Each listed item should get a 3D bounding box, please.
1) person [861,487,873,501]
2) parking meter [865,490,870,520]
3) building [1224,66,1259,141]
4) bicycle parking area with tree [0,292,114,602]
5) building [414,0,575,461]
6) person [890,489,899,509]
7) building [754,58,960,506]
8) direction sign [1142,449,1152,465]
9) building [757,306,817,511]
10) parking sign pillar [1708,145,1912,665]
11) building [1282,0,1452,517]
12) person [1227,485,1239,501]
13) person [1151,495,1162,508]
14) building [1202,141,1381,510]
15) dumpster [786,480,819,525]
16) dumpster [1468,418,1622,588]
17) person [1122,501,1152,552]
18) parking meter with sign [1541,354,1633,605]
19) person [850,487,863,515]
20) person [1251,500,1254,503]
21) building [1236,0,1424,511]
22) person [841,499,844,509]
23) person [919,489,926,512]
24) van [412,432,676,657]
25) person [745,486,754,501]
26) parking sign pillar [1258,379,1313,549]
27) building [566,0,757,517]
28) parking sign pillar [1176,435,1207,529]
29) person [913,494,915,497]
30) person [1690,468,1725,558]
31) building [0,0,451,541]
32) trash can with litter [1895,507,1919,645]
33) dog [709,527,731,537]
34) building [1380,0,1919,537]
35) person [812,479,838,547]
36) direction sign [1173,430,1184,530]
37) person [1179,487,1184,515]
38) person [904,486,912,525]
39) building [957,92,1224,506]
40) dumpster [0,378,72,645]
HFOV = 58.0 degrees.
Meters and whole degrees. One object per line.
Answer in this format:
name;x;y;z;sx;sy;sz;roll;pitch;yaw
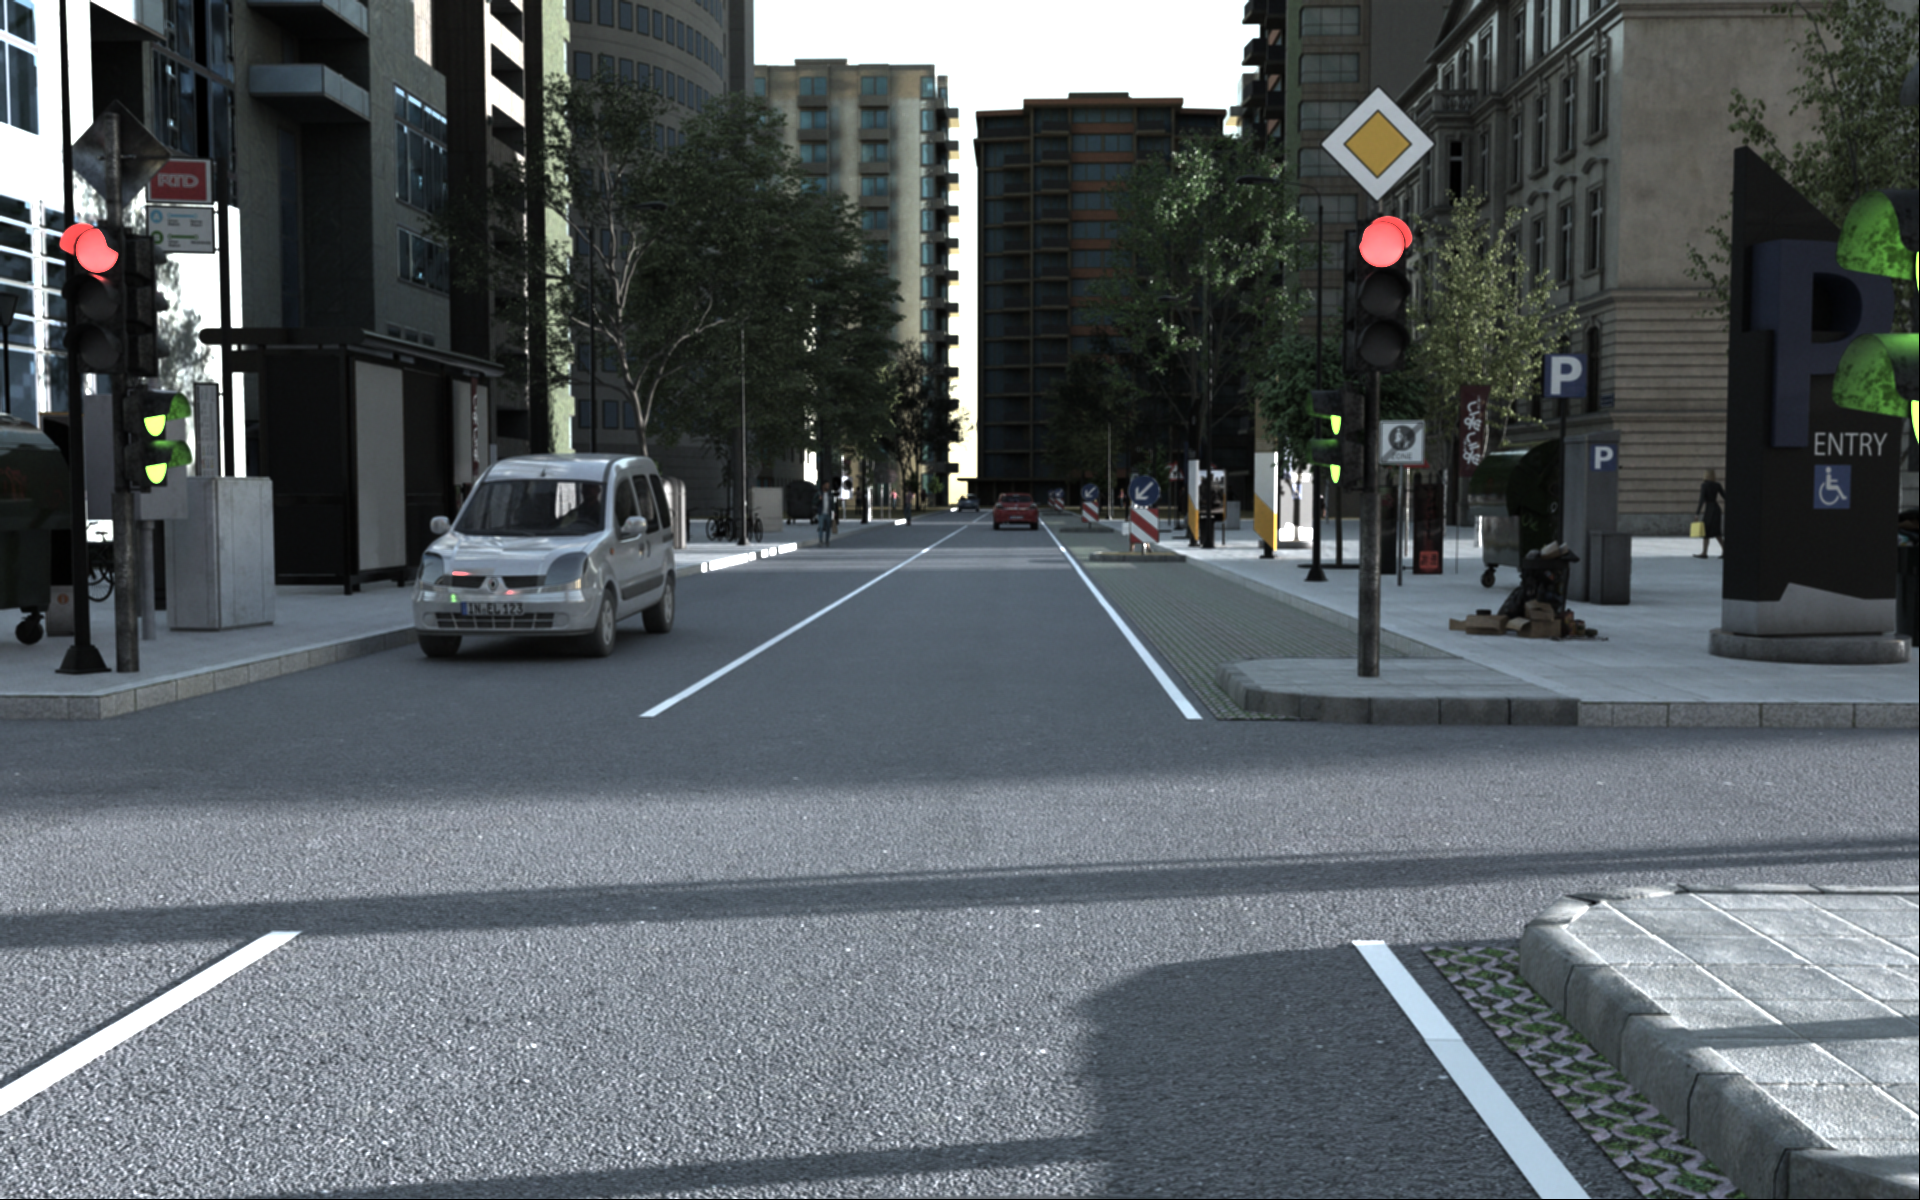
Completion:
person;-5.329;-5.767;100.470;0.705;1.807;1.348;-2;4;-32
parking meter;-4.687;-4.786;86.654;0.372;1.533;0.369;0;3;0
building;44.416;-34.977;191.482;30.456;49.044;23.786;0;4;2
bicycle parking area with tree;-13.868;-2.153;22.202;9.016;4.147;8.231;1;4;16
building;-25.777;-18.615;76.059;14.160;30.474;14.107;0;4;2
person;-5.553;-8.580;147.053;0.721;1.743;1.217;3;4;38
building;-15.189;-35.094;193.392;30.456;49.044;23.786;0;4;2
direction sign;9.497;-5.759;86.161;0.876;3.537;0.379;1;4;20
building;-27.648;-18.057;140.277;28.899;21.520;27.650;0;4;2
parking sign pillar;6.713;-1.537;13.599;1.447;3.967;1.447;-1;4;-15
building;25.814;-25.523;100.891;14.154;41.232;14.086;0;4;2
person;16.724;-6.180;107.107;0.705;1.821;1.348;-3;4;-37
person;10.714;-5.480;95.721;0.705;1.814;1.350;-3;4;-36
building;27.066;-22.803;144.525;14.160;30.474;14.107;0;4;2
dumpster;-6.672;-4.126;73.220;1.264;1.857;1.865;0;4;2
dumpster;7.723;-1.249;22.919;1.502;2.255;1.985;0;4;2
person;4.013;-1.835;38.863;0.694;1.780;0.624;-3;5;-41
parking meter with sign;7.546;-1.498;20.757;0.543;3.016;1.738;0;4;-3
person;-6.316;-6.202;108.149;1.217;1.736;0.721;1;4;20
person;16.333;-5.219;94.591;0.991;1.433;0.599;3;5;42
building;31.565;-28.588;122.033;22.147;44.769;28.867;0;4;2
person;-10.176;-8.617;150.148;0.599;1.433;0.991;3;4;36
person;-2.635;-7.085;123.346;0.415;1.643;0.593;3;4;39
van;-3.863;-0.584;16.557;2.013;2.044;4.112;0;4;2
person;-11.873;-5.660;99.142;0.990;1.755;0.434;-1;4;-14
parking sign pillar;7.814;-3.213;41.005;1.447;3.967;1.447;-3;5;-43
building;-24.616;-34.212;101.370;21.231;58.520;28.212;0;4;2
parking sign pillar;8.719;-4.619;63.997;1.447;3.967;1.447;-1;4;-14
person;-4.403;-8.906;154.887;0.697;1.427;0.421;-1;4;-11
person;15.348;-1.725;34.471;1.509;1.804;0.699;1;4;17
building;-27.257;-44.626;42.313;22.319;86.520;31.000;0;4;2
trash can with litter;8.290;-0.212;14.847;0.624;1.170;1.055;3;5;40
dog;-7.144;-2.085;51.830;0.748;0.427;0.550;2;4;34
building;25.394;-15.246;68.350;14.460;24.649;34.723;0;4;2
person;-3.596;-2.338;46.705;0.794;1.824;0.713;0;4;-4
direction sign;7.796;-4.268;61.777;0.379;3.537;0.876;1;4;11
person;13.884;-6.187;107.754;0.990;1.755;0.434;-3;5;-45
person;-2.376;-4.334;79.368;0.388;1.821;0.555;-1;4;-22
building;14.431;-32.854;191.792;28.867;44.769;22.147;0;4;2
dumpster;-8.359;-0.699;13.917;1.502;2.255;1.985;0;4;2
